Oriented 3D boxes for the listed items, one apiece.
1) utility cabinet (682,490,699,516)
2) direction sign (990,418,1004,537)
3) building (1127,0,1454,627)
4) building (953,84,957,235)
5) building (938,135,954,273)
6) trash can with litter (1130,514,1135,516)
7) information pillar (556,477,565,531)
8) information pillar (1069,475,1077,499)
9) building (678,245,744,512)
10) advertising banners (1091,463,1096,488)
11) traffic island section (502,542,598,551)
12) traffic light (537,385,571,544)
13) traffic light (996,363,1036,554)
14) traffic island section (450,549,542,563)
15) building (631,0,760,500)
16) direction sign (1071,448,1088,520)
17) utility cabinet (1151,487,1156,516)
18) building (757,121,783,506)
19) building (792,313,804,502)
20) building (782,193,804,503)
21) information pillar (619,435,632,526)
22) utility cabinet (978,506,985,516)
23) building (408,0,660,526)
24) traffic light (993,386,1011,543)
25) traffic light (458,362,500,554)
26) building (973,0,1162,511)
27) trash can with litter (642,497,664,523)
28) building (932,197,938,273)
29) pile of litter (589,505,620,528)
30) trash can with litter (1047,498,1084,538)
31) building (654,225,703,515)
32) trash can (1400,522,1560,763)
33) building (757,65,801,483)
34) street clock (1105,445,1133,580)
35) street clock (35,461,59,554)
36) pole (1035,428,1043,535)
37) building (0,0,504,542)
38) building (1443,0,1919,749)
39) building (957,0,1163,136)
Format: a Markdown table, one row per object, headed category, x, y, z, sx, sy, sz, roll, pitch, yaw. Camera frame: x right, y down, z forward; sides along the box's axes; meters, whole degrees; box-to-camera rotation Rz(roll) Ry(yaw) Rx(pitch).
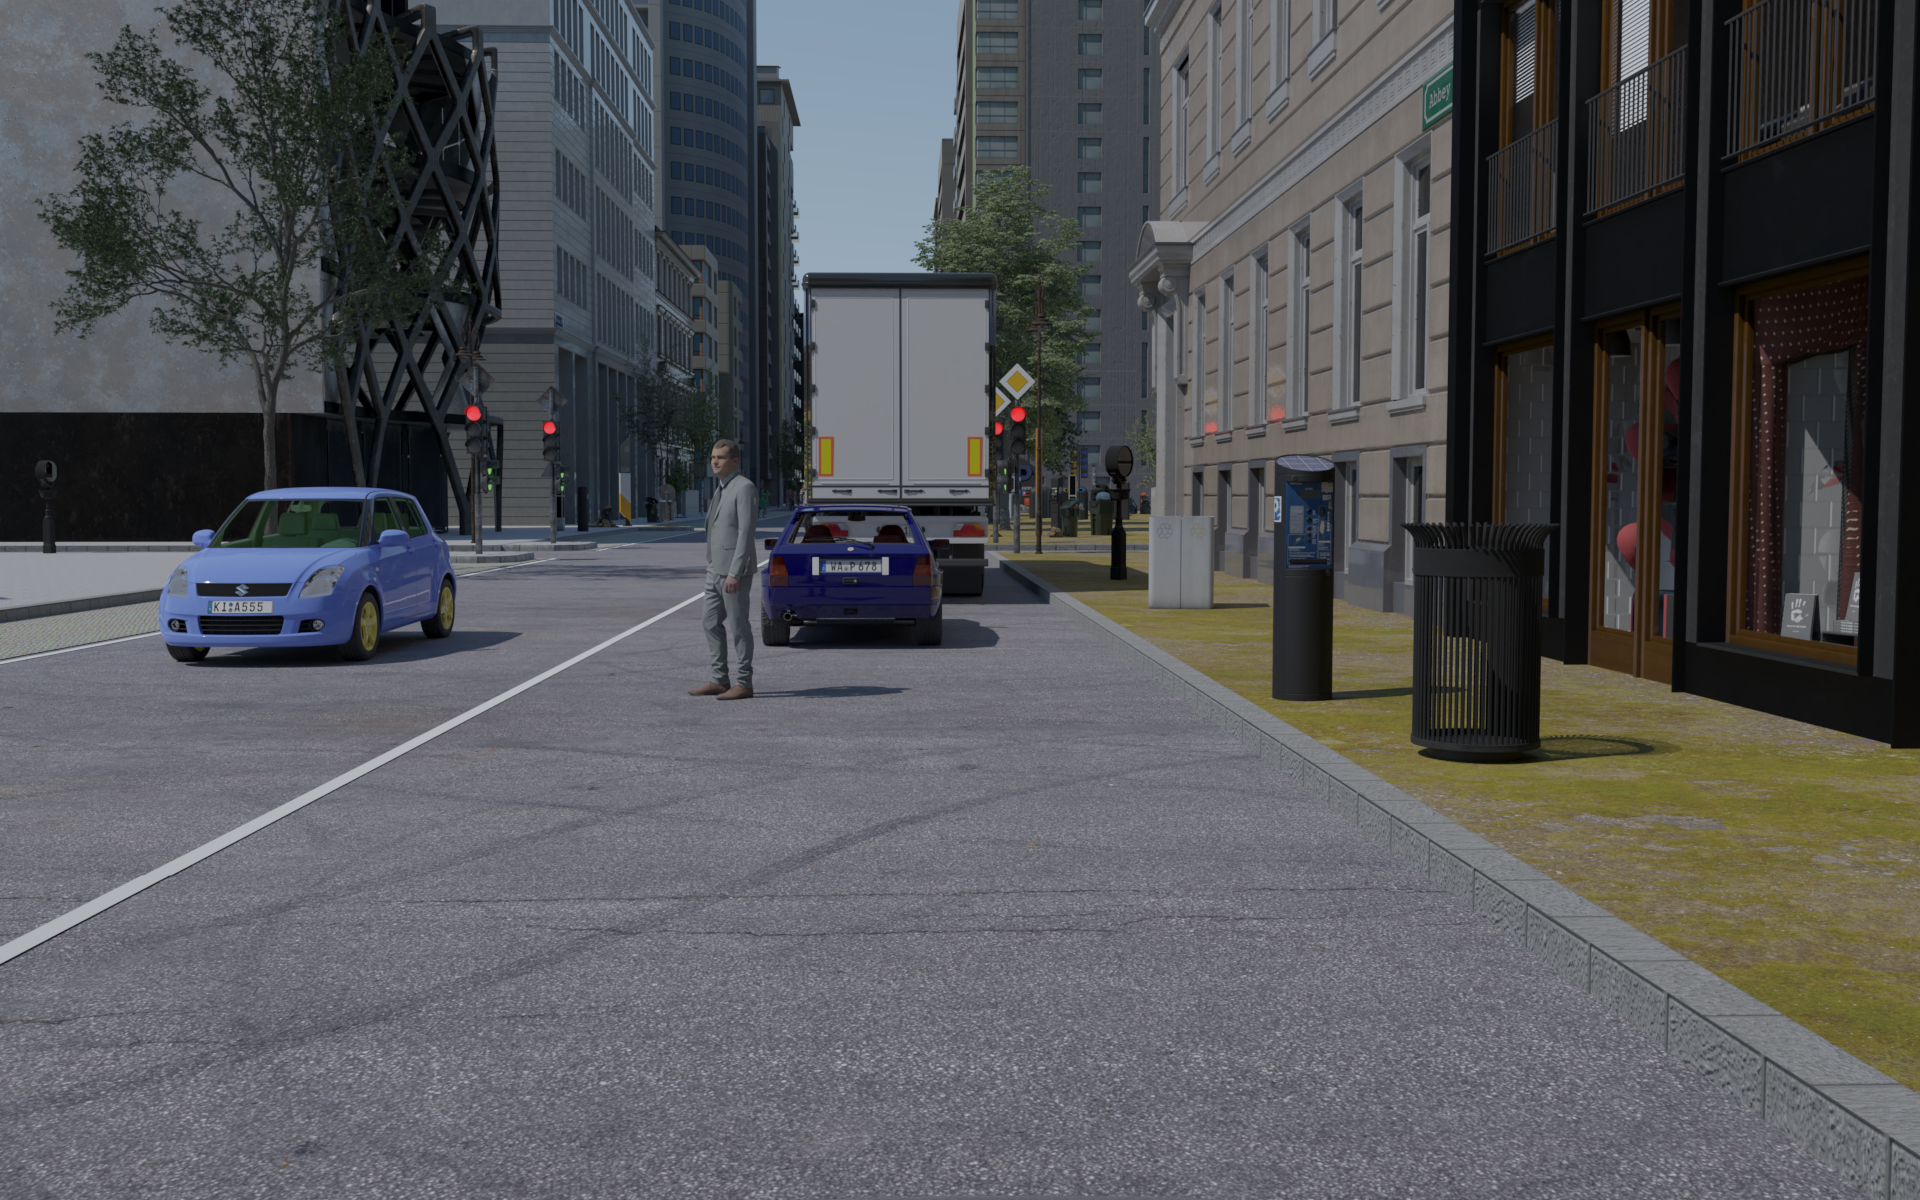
| category | x | y | z | sx | sy | sz | roll | pitch | yaw |
| --- | --- | --- | --- | --- | --- | --- | --- | --- | --- |
| utility cabinet | -15.630 | -5.605 | 100.318 | 0.318 | 1.500 | 1.173 | 2 | 4 | 31 |
| direction sign | 1.089 | -3.663 | 51.888 | 0.379 | 3.537 | 0.876 | -2 | 4 | -26 |
| building | 10.525 | -14.630 | 25.101 | 13.634 | 28.700 | 20.117 | 0 | 4 | -2 |
| building | 10.682 | -34.222 | 179.130 | 23.786 | 49.044 | 30.456 | 0 | 4 | -2 |
| building | 8.036 | -36.796 | 225.311 | 21.300 | 48.544 | 21.600 | 0 | 4 | -2 |
| trash can with litter | 9.151 | -5.511 | 101.158 | 2.233 | 1.210 | 1.678 | 0 | 4 | 1 |
| information pillar | -13.965 | -3.418 | 60.370 | 0.304 | 2.012 | 0.304 | 0 | 4 | 2 |
| information pillar | 4.329 | -3.801 | 66.636 | 0.304 | 2.012 | 0.304 | 0 | 4 | 2 |
| building | -32.011 | -17.699 | 134.423 | 27.650 | 21.520 | 28.899 | 0 | 4 | -2 |
| advertising banners | 8.042 | -6.262 | 98.578 | 0.090 | 3.025 | 2.074 | 3 | 5 | 39 |
| traffic island section | -10.574 | -1.387 | 44.957 | 2.009 | 0.180 | 2.903 | 0 | 4 | -2 |
| traffic light | -10.534 | -3.419 | 44.824 | 0.839 | 4.253 | 0.868 | 0 | 4 | -2 |
| traffic light | 1.209 | -2.957 | 37.274 | 0.839 | 4.253 | 0.868 | 0 | 4 | -2 |
| traffic island section | -10.285 | -0.899 | 36.977 | 2.009 | 0.180 | 2.903 | 0 | 4 | -2 |
| building | -30.624 | -37.954 | 162.550 | 21.231 | 58.520 | 28.212 | 0 | 4 | -2 |
| direction sign | 5.892 | -5.729 | 85.664 | 0.876 | 3.537 | 0.379 | 1 | 4 | 19 |
| utility cabinet | 6.449 | -2.785 | 54.216 | 0.318 | 1.500 | 1.173 | -2 | 4 | -32 |
| building | -26.448 | -30.627 | 184.352 | 14.154 | 41.232 | 14.086 | 0 | 4 | -2 |
| building | -30.026 | -30.547 | 271.150 | 14.160 | 30.474 | 14.107 | 0 | 4 | -2 |
| building | -34.456 | -38.444 | 248.168 | 23.786 | 49.044 | 30.456 | 0 | 4 | -2 |
| information pillar | -13.316 | -4.742 | 68.885 | 0.504 | 3.616 | 0.183 | -3 | 5 | -44 |
| utility cabinet | 0.842 | -5.551 | 99.443 | 1.173 | 1.500 | 0.318 | -2 | 4 | -31 |
| building | -22.160 | -18.708 | 83.376 | 11.434 | 29.767 | 29.804 | 0 | 4 | -2 |
| traffic light | 0.920 | -3.445 | 45.254 | 0.839 | 4.253 | 0.868 | 0 | 4 | -2 |
| traffic light | -10.244 | -2.931 | 36.844 | 0.839 | 4.253 | 0.868 | 0 | 4 | -2 |
| building | 7.934 | -27.637 | 135.452 | 14.154 | 41.232 | 14.086 | 0 | 4 | -2 |
| trash can with litter | -13.744 | -4.055 | 77.691 | 0.624 | 1.170 | 1.055 | 1 | 4 | 19 |
| building | 7.156 | -36.454 | 250.650 | 22.147 | 44.769 | 28.867 | 0 | 4 | -2 |
| pile of litter | -13.811 | -3.236 | 66.870 | 1.176 | 0.858 | 1.719 | -3 | 4 | -36 |
| trash can with litter | 3.113 | -2.440 | 51.276 | 1.055 | 1.170 | 0.624 | -3 | 4 | -39 |
| building | -22.415 | -14.916 | 108.501 | 10.561 | 19.102 | 19.286 | 0 | 4 | -2 |
| trash can | 2.524 | 0.195 | 8.458 | 0.748 | 1.137 | 0.748 | 0 | 3 | 0 |
| building | -34.898 | -38.438 | 217.707 | 28.713 | 52.752 | 27.495 | 0 | 4 | -2 |
| street clock | 2.376 | -1.304 | 25.897 | 0.358 | 2.002 | 0.471 | 2 | 4 | 35 |
| street clock | -19.693 | -2.008 | 37.405 | 0.358 | 2.002 | 0.471 | 0 | 4 | 8 |
| pole | 2.455 | -3.667 | 53.798 | 0.158 | 3.312 | 0.155 | 0 | 3 | 0 |
| building | -23.333 | -11.412 | 54.036 | 16.820 | 18.784 | 16.811 | 0 | 4 | -2 |
| building | 10.810 | -10.865 | 7.321 | 12.332 | 23.373 | 15.834 | 0 | 4 | -2 |
| building | 10.712 | -32.382 | 153.150 | 21.300 | 48.544 | 21.600 | 0 | 4 | -2 |
